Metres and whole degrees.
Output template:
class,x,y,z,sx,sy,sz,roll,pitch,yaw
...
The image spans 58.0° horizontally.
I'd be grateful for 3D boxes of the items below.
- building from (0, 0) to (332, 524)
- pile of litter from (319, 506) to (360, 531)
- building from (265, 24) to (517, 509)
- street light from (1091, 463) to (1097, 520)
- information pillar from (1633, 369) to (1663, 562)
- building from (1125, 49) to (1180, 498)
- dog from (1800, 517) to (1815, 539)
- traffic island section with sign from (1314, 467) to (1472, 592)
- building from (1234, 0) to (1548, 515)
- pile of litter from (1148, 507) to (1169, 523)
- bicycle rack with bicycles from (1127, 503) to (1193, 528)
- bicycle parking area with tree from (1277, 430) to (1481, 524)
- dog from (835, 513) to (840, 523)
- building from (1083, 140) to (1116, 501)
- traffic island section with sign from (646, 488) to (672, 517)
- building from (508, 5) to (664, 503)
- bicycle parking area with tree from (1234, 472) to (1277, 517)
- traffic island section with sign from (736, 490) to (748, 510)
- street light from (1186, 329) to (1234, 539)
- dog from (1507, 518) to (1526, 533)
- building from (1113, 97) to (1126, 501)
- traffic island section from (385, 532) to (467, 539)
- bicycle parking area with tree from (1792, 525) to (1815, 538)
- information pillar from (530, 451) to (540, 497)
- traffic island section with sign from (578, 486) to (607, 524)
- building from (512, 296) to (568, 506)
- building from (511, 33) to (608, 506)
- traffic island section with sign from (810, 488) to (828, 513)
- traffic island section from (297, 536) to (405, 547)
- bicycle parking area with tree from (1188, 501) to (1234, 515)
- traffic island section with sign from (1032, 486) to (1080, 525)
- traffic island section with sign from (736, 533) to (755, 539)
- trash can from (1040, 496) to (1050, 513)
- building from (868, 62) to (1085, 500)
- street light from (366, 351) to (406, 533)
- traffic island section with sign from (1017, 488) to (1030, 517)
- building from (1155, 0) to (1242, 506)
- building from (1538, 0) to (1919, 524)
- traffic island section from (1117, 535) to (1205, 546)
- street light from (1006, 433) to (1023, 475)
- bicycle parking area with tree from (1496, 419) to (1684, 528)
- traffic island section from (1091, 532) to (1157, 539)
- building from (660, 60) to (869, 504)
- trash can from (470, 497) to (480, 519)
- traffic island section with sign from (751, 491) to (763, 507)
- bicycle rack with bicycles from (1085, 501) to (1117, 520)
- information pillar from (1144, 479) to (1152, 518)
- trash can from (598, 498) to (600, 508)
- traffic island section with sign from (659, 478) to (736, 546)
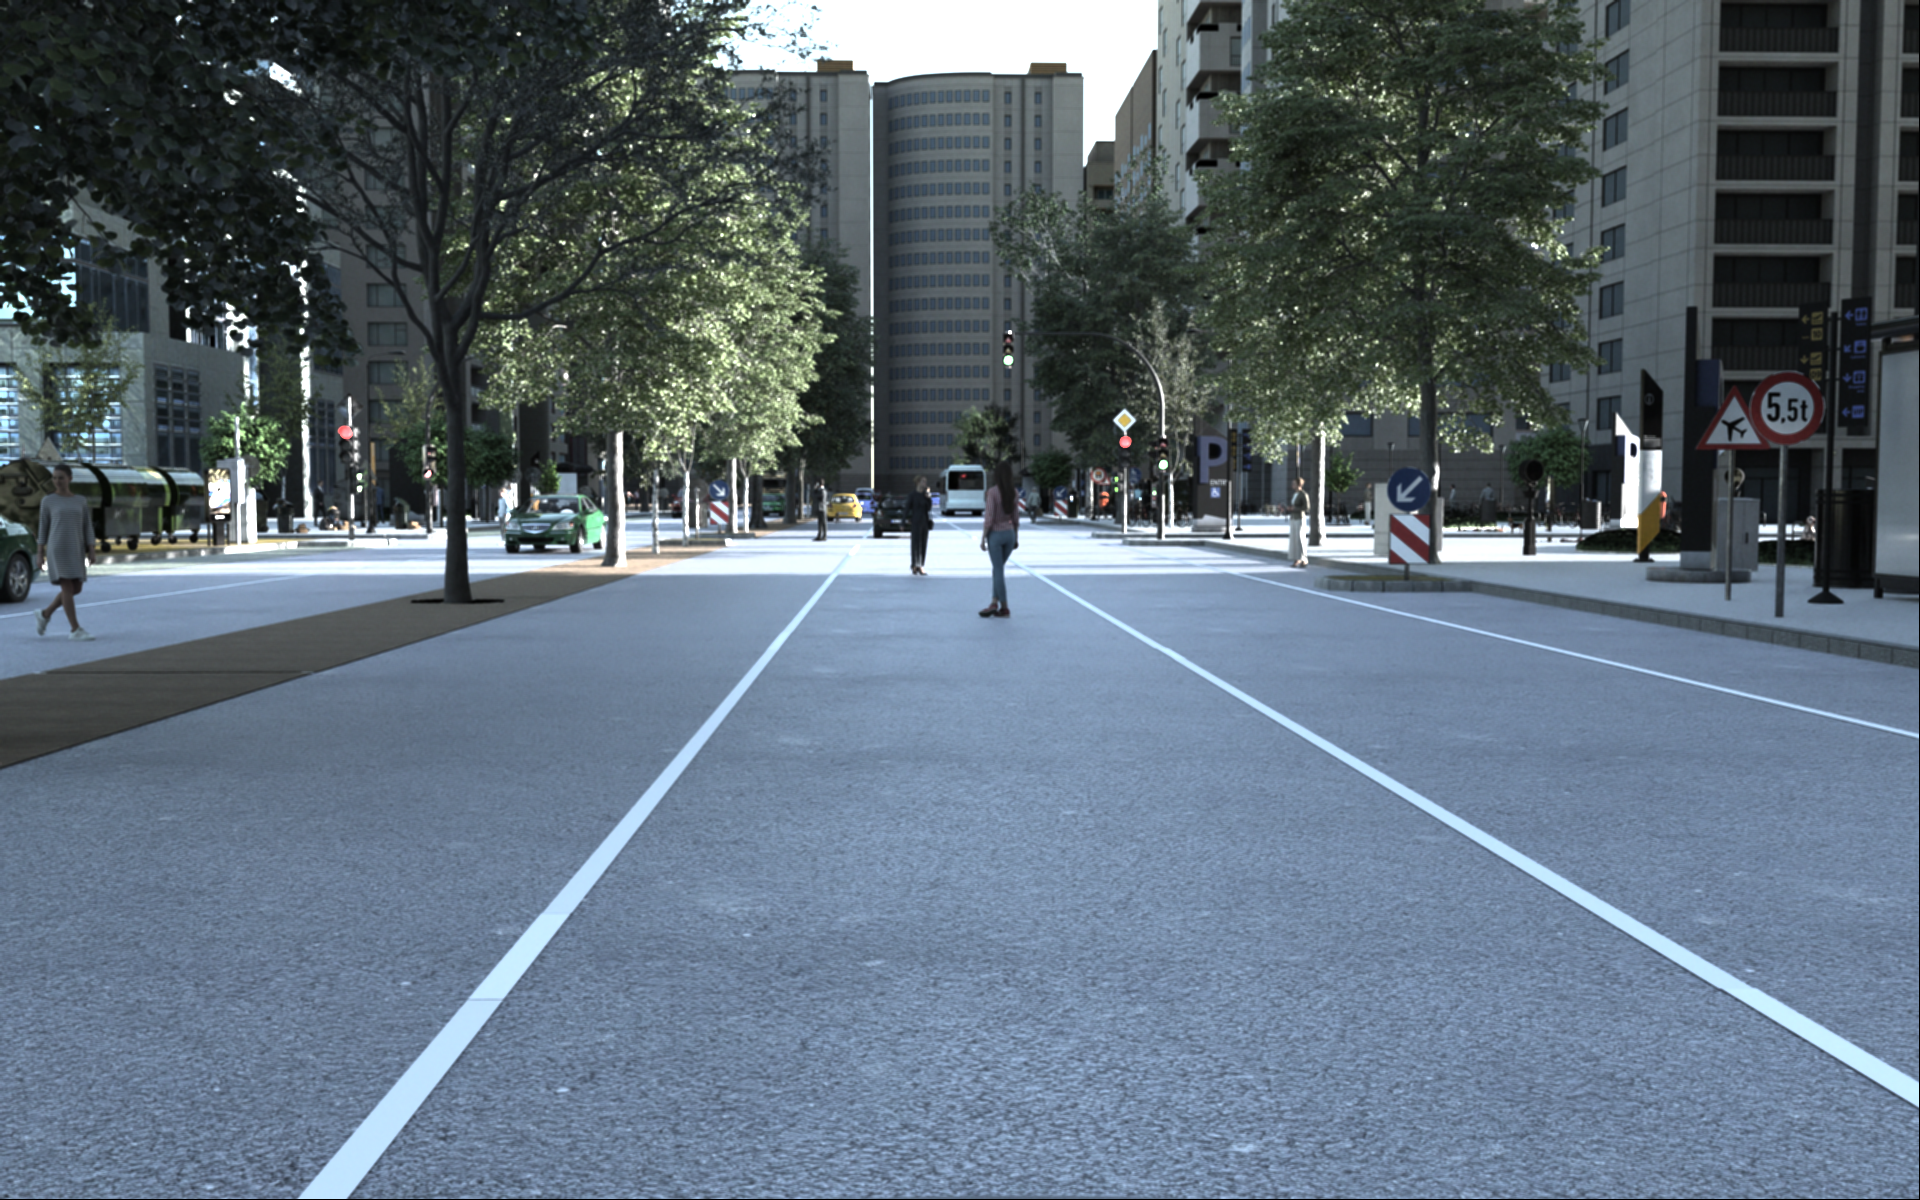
class,x,y,z,sx,sy,sz,roll,pitch,yaw
building,-44.144,-47.039,81.762,22.319,86.520,31.000,0,4,-2
pile of litter,-22.034,-2.910,61.540,1.176,0.858,1.719,3,4,38
building,-39.526,-26.673,119.693,14.154,41.232,14.086,0,4,-2
street light,5.978,-6.829,84.195,1.470,5.913,1.316,0,4,-2
information pillar,12.983,-2.523,32.612,0.504,3.616,0.183,-1,4,-22
building,24.870,-31.945,172.405,14.600,45.320,14.200,0,4,-2
dog,17.533,-1.304,35.704,0.800,0.831,0.513,-3,5,-40
traffic island section with sign,6.470,-1.077,26.239,1.989,1.847,2.006,0,4,-2
building,29.850,-35.218,117.809,21.231,58.520,28.212,0,4,-2
pile of litter,9.024,-3.894,77.631,1.176,0.858,1.719,0,4,8
bicycle rack with bicycles,8.128,-3.282,67.044,2.852,0.926,2.925,-1,4,-23
bicycle parking area with tree,19.059,-5.532,77.455,8.231,4.147,9.016,0,4,3
dog,-6.005,-4.018,84.985,0.406,0.507,0.540,-2,4,-35
building,26.895,-37.726,240.519,21.600,48.544,21.300,0,4,-2
traffic island section with sign,-18.730,-6.171,109.515,1.989,1.847,2.006,0,4,-2
building,-50.876,-48.873,237.326,20.611,71.187,20.563,0,4,-2
bicycle parking area with tree,21.732,-6.792,98.046,8.231,4.147,9.016,3,5,45
traffic island section with sign,-20.421,-9.164,158.455,1.989,1.847,2.006,0,4,-2
street light,7.055,-4.669,48.882,1.470,5.913,1.316,0,4,-2
dog,18.217,-2.437,56.683,0.540,0.507,0.406,0,4,4
building,24.341,-32.852,187.240,14.600,45.320,14.200,0,4,-2
traffic island section,-17.221,-2.073,56.170,2.009,0.180,2.903,0,4,-2
bicycle parking area with tree,24.484,-3.262,40.339,8.231,4.147,9.016,0,4,3
information pillar,-22.904,-6.245,93.464,0.504,3.616,0.183,-2,4,-26
traffic island section with sign,-17.794,-4.490,82.040,1.989,1.847,2.006,0,4,-2
building,-49.644,-18.355,145.141,27.650,21.520,28.899,0,4,-2
building,-49.034,-34.104,181.305,21.600,48.544,21.300,0,4,-2
traffic island section with sign,-10.329,-7.530,131.246,2.006,1.907,1.989,0,4,-2
traffic island section,-16.946,-1.585,48.190,2.009,0.180,2.903,0,4,-2
bicycle parking area with tree,15.162,-7.387,107.777,8.231,4.147,9.016,0,4,8
traffic island section with sign,4.562,-4.459,81.526,1.989,1.847,2.006,0,4,-2
traffic island section with sign,-7.731,-2.937,56.152,2.006,1.907,1.989,0,4,-2
trash can,5.713,-6.427,116.737,0.748,1.137,0.748,0,3,0
building,2.000,-42.658,239.452,28.212,58.520,21.231,0,4,-2
street light,-18.679,-5.126,56.347,1.470,5.913,1.316,0,4,-2
traffic island section with sign,3.633,-6.106,108.466,1.989,1.847,2.006,0,4,-2
building,32.359,-34.396,151.614,28.713,52.752,27.495,0,4,-2
building,41.621,-39.329,81.289,20.611,71.187,20.563,0,4,-2
traffic island section,5.682,-1.632,48.962,2.009,0.180,2.903,0,4,-2
street light,4.185,-9.751,131.977,1.470,5.913,1.316,0,4,-2
bicycle parking area with tree,26.183,-4.890,66.955,8.231,4.147,9.016,-1,4,-8
traffic island section,5.407,-2.120,56.942,2.009,0.180,2.903,0,4,-2
building,-26.249,-42.579,238.172,28.212,58.520,21.231,0,4,-2
trash can,-25.136,-4.797,90.089,0.748,1.137,0.748,0,3,0
traffic island section with sign,-21.361,-10.845,185.949,1.989,1.847,2.006,0,4,-2
bicycle rack with bicycles,7.531,-4.547,87.722,2.925,0.926,2.852,3,4,38
information pillar,9.241,-4.928,85.071,0.304,2.012,0.304,-1,4,-10
trash can,-24.534,-6.462,117.311,0.748,1.137,0.748,0,3,0
traffic island section with sign,-7.486,-2.484,48.749,2.006,1.907,1.989,0,4,-2
